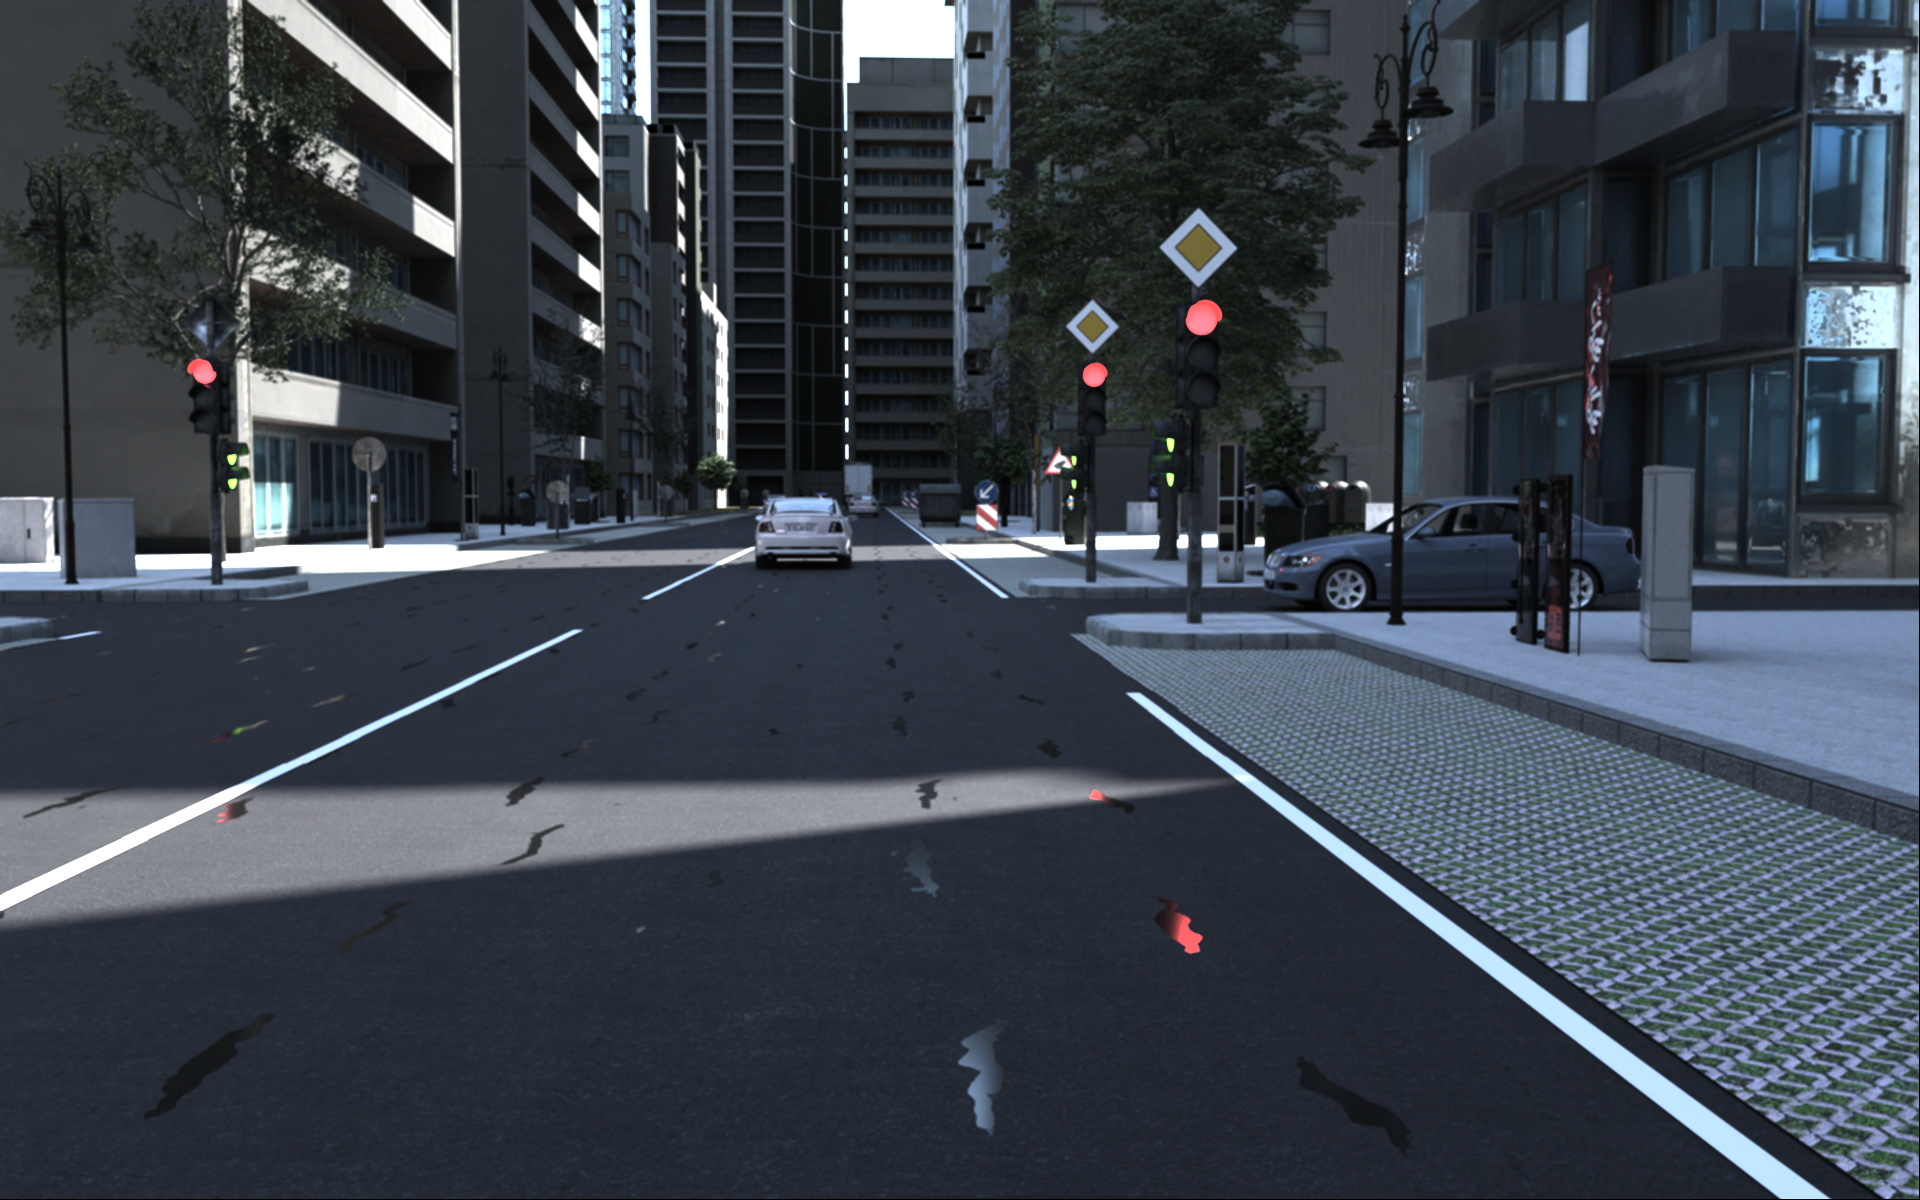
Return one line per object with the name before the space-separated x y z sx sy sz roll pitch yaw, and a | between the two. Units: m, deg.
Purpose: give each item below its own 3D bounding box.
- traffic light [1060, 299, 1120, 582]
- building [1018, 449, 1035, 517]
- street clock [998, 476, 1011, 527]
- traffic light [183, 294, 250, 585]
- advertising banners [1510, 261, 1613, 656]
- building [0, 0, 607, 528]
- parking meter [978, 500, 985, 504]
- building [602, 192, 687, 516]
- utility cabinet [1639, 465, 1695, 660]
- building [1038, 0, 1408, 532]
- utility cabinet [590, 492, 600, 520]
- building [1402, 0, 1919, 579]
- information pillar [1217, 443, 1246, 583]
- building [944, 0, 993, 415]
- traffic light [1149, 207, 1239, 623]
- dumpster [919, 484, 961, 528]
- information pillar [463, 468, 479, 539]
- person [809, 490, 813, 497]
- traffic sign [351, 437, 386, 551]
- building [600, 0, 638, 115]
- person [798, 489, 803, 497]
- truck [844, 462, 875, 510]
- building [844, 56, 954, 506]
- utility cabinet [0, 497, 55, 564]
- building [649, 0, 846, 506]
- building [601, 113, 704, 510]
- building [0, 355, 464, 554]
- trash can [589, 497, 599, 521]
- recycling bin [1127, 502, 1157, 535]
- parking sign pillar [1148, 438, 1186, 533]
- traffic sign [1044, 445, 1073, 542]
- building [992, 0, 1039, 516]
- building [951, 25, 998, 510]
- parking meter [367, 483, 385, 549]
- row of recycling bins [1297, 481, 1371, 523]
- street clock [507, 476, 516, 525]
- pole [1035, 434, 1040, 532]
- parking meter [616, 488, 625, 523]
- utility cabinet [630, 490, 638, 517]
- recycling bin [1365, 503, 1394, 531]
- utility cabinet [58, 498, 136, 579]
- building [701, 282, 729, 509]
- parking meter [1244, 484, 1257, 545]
traffic light | 1.886 -2.212 25.094 0.839 4.253 0.868 0 4 -3
building | 14.155 -39.823 89.353 20.563 71.187 20.611 0 4 -3
street clock | 1.734 -3.864 67.747 0.471 2.002 0.358 -2 4 -30
traffic light | -10.507 -2.171 24.417 0.839 4.253 0.868 0 4 -3
advertising banners | 4.889 -1.097 14.125 0.090 3.025 2.074 0 3 0
building | -29.260 -27.999 81.484 21.300 48.544 21.600 0 4 -3
parking meter | 0.963 -4.279 75.669 0.399 1.863 0.255 1 4 8
building | -33.339 -16.394 113.082 27.650 21.520 28.899 0 4 -3
utility cabinet | 5.598 -0.307 13.702 0.318 1.500 1.173 1 4 18
building | 9.782 -23.309 64.697 14.154 41.232 14.086 0 4 -3
utility cabinet | -18.258 -4.695 85.441 0.318 1.500 1.173 2 4 25
building | 24.843 -25.403 34.951 30.456 49.044 23.786 0 4 -3
information pillar | 3.917 -1.256 25.030 0.304 2.012 0.304 2 4 33
building | 13.438 -34.952 160.704 28.713 52.752 27.495 0 4 -3
traffic light | 2.313 -1.725 17.120 0.839 4.253 0.868 0 4 -3
dumpster | -0.851 -4.012 73.805 1.865 1.857 1.264 0 4 -2
information pillar | -13.836 -2.722 49.001 0.304 2.012 0.304 0 4 7
person | -12.596 -8.450 146.676 0.705 1.821 1.348 0 4 7
traffic sign | -13.221 -2.363 38.745 0.768 2.556 0.104 0 4 -1
building | -49.013 -53.809 192.441 31.000 86.520 22.319 0 4 -3
person | -14.103 -8.861 153.003 0.705 1.869 1.348 1 4 18
truck | -9.199 -10.339 157.960 2.839 4.237 11.283 0 4 -3
building | -2.188 -35.031 196.463 21.600 48.544 21.300 0 4 -3
utility cabinet | -17.307 -1.275 32.009 1.020 1.237 0.306 0 4 6
building | -23.207 -46.198 193.587 20.611 71.187 20.563 0 4 -3
building | -27.813 -22.221 135.007 14.160 30.474 14.107 0 4 -3
building | -26.588 -25.799 45.511 21.300 48.544 21.600 0 4 -3
trash can | -17.549 -4.327 82.398 0.748 1.137 0.748 0 3 0
recycling bin | 5.768 -2.588 54.865 0.722 1.027 0.722 3 5 44
parking sign pillar | 6.740 -4.201 57.158 1.447 3.967 1.447 3 4 38
traffic sign | 2.665 -2.804 45.845 0.884 2.594 0.081 0 4 1
building | 9.437 -28.044 108.631 14.600 45.320 14.200 0 4 -3
building | 11.223 -50.009 130.321 22.319 86.520 31.000 0 4 -3
parking meter | -13.668 -1.964 40.515 0.372 1.533 0.369 0 3 0
row of recycling bins | 11.786 -2.963 55.564 1.069 1.692 3.534 -2 4 -32
street clock | -18.408 -4.066 71.049 0.358 2.002 0.471 0 4 -7
pole | 2.637 -3.996 59.177 0.158 3.312 0.155 0 3 0
parking meter | -14.986 -4.164 76.499 0.372 1.533 0.369 0 3 0
utility cabinet | -17.853 -5.269 94.823 0.318 1.500 1.173 -1 4 -16
recycling bin | 11.835 -2.193 48.411 0.722 1.027 0.722 -2 4 -34
utility cabinet | -13.202 -0.939 26.507 1.020 1.237 0.306 -3 5 -44
building | -36.914 -19.186 158.733 28.899 21.520 27.650 0 4 -3
parking meter | 7.238 -2.140 43.400 0.372 1.533 0.369 0 3 0
